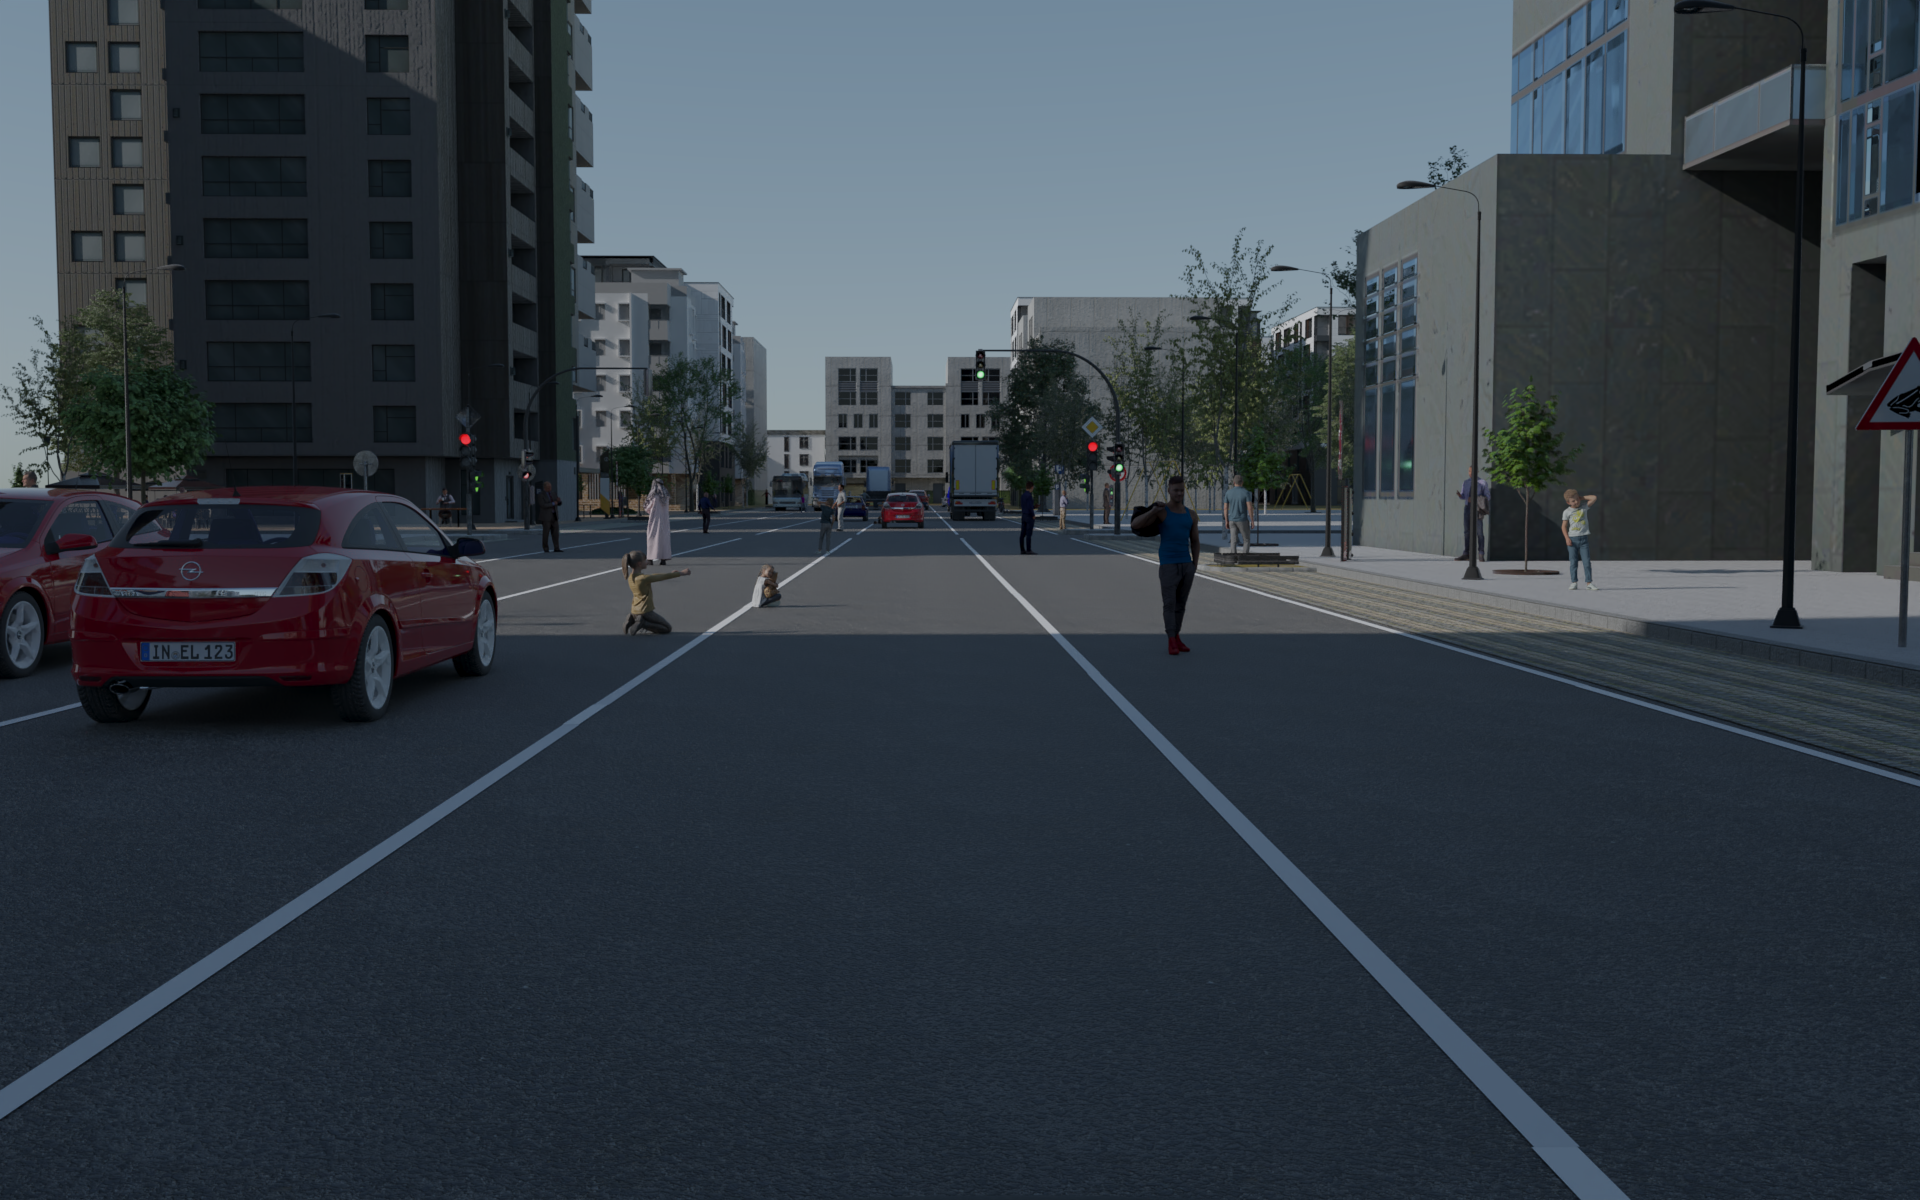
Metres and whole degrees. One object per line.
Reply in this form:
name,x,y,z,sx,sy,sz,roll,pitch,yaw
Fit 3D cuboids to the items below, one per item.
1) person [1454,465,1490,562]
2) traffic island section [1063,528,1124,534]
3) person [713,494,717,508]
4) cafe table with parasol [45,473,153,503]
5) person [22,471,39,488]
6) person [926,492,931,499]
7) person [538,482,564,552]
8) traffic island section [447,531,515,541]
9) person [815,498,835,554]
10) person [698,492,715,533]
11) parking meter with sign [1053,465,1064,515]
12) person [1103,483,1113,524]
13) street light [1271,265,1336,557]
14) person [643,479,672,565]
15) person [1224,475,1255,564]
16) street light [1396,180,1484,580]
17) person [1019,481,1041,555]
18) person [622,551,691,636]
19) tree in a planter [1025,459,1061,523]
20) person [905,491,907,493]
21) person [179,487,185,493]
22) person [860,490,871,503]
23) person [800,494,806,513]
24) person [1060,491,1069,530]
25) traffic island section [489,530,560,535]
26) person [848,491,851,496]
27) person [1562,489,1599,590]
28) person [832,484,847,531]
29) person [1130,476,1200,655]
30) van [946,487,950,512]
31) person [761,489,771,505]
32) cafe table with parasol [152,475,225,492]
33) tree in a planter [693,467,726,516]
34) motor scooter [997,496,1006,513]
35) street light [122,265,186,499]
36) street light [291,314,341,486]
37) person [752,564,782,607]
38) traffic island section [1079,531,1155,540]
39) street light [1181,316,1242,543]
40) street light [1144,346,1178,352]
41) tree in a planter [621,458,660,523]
person,9.684,-1.649,32.878,0.599,1.838,0.709,-3,5,-45
traffic island section,4.788,-2.472,62.695,2.009,0.180,2.903,0,4,-1
person,-22.624,-9.361,160.036,0.436,1.711,0.756,-1,4,-17
cafe table with parasol,-25.546,-2.835,51.223,2.610,1.966,2.610,-1,4,-20
person,-15.452,-1.238,28.864,0.434,1.807,0.598,0,4,-4
person,-3.790,-11.377,195.309,0.721,1.735,1.217,3,5,43
person,-10.047,-2.044,42.607,0.600,1.739,0.565,1,4,17
traffic island section,-15.373,-1.954,54.224,2.009,0.180,2.903,0,4,-1
person,-3.248,-1.787,41.619,0.435,1.345,0.340,-1,4,-20
person,-9.192,-3.180,63.180,0.600,1.496,0.574,-2,4,-35
parking meter with sign,5.864,-6.615,104.409,0.543,3.016,1.738,0,4,-5
person,6.277,-4.091,73.481,0.434,1.755,0.990,0,4,-6
street light,7.002,-3.840,35.333,1.470,5.913,1.316,0,4,-1
person,-6.084,-1.572,34.870,0.621,1.740,0.551,2,4,24
person,5.581,-1.582,34.502,0.598,1.807,0.434,3,4,36
street light,7.161,-3.259,25.832,1.470,5.913,1.316,0,4,-1
person,1.675,-1.950,41.082,0.504,1.737,0.576,-2,4,-33
person,-3.134,-0.081,17.754,0.695,0.859,0.347,-3,4,-36
tree in a planter,4.180,-5.516,87.411,1.991,3.239,1.994,0,4,-1
person,-5.559,-10.249,176.519,0.568,1.767,0.683,0,4,-2
person,-24.044,-2.730,53.371,0.574,1.496,0.600,1,4,9
person,-8.452,-8.797,152.413,1.350,1.814,0.705,-1,4,-18
person,-11.797,-7.310,131.252,0.726,1.435,0.776,-3,5,-42
person,4.158,-3.581,69.118,0.319,1.574,0.516,-1,4,-13
traffic island section,-15.567,-2.442,62.207,2.009,0.180,2.903,0,4,-1
person,-10.647,-9.583,165.905,0.721,1.736,1.217,1,4,12
person,8.310,-0.809,23.186,0.435,1.345,0.340,0,4,5
person,-4.655,-3.548,66.663,0.789,1.805,0.875,-1,4,-23
person,1.896,-0.326,15.693,0.647,1.594,0.662,-2,4,-26
van,-0.066,-8.383,141.440,2.240,2.365,5.245,0,4,1
person,-22.438,-11.920,200.894,1.348,1.831,0.705,2,4,24
cafe table with parasol,-28.193,-3.568,63.204,2.610,1.966,2.610,0,4,3
tree in a planter,-16.514,-7.155,114.203,1.991,3.239,1.994,0,4,-1
motor scooter,3.212,-7.492,135.273,0.815,1.314,1.986,0,4,-1
street light,-16.369,-3.832,35.188,1.470,5.913,1.316,0,4,-1
street light,-16.636,-4.414,44.702,1.470,5.913,1.316,0,4,-1
person,-2.453,-0.184,21.976,0.357,0.543,0.381,-2,4,-24
traffic island section,4.982,-1.984,54.712,2.009,0.180,2.903,0,4,-1
street light,6.666,-4.445,45.223,1.470,5.913,1.316,0,4,-1
street light,6.482,-5.020,54.621,1.470,5.913,1.316,0,4,-1
tree in a planter,-15.851,-5.476,86.762,1.991,3.239,1.994,0,4,-1
